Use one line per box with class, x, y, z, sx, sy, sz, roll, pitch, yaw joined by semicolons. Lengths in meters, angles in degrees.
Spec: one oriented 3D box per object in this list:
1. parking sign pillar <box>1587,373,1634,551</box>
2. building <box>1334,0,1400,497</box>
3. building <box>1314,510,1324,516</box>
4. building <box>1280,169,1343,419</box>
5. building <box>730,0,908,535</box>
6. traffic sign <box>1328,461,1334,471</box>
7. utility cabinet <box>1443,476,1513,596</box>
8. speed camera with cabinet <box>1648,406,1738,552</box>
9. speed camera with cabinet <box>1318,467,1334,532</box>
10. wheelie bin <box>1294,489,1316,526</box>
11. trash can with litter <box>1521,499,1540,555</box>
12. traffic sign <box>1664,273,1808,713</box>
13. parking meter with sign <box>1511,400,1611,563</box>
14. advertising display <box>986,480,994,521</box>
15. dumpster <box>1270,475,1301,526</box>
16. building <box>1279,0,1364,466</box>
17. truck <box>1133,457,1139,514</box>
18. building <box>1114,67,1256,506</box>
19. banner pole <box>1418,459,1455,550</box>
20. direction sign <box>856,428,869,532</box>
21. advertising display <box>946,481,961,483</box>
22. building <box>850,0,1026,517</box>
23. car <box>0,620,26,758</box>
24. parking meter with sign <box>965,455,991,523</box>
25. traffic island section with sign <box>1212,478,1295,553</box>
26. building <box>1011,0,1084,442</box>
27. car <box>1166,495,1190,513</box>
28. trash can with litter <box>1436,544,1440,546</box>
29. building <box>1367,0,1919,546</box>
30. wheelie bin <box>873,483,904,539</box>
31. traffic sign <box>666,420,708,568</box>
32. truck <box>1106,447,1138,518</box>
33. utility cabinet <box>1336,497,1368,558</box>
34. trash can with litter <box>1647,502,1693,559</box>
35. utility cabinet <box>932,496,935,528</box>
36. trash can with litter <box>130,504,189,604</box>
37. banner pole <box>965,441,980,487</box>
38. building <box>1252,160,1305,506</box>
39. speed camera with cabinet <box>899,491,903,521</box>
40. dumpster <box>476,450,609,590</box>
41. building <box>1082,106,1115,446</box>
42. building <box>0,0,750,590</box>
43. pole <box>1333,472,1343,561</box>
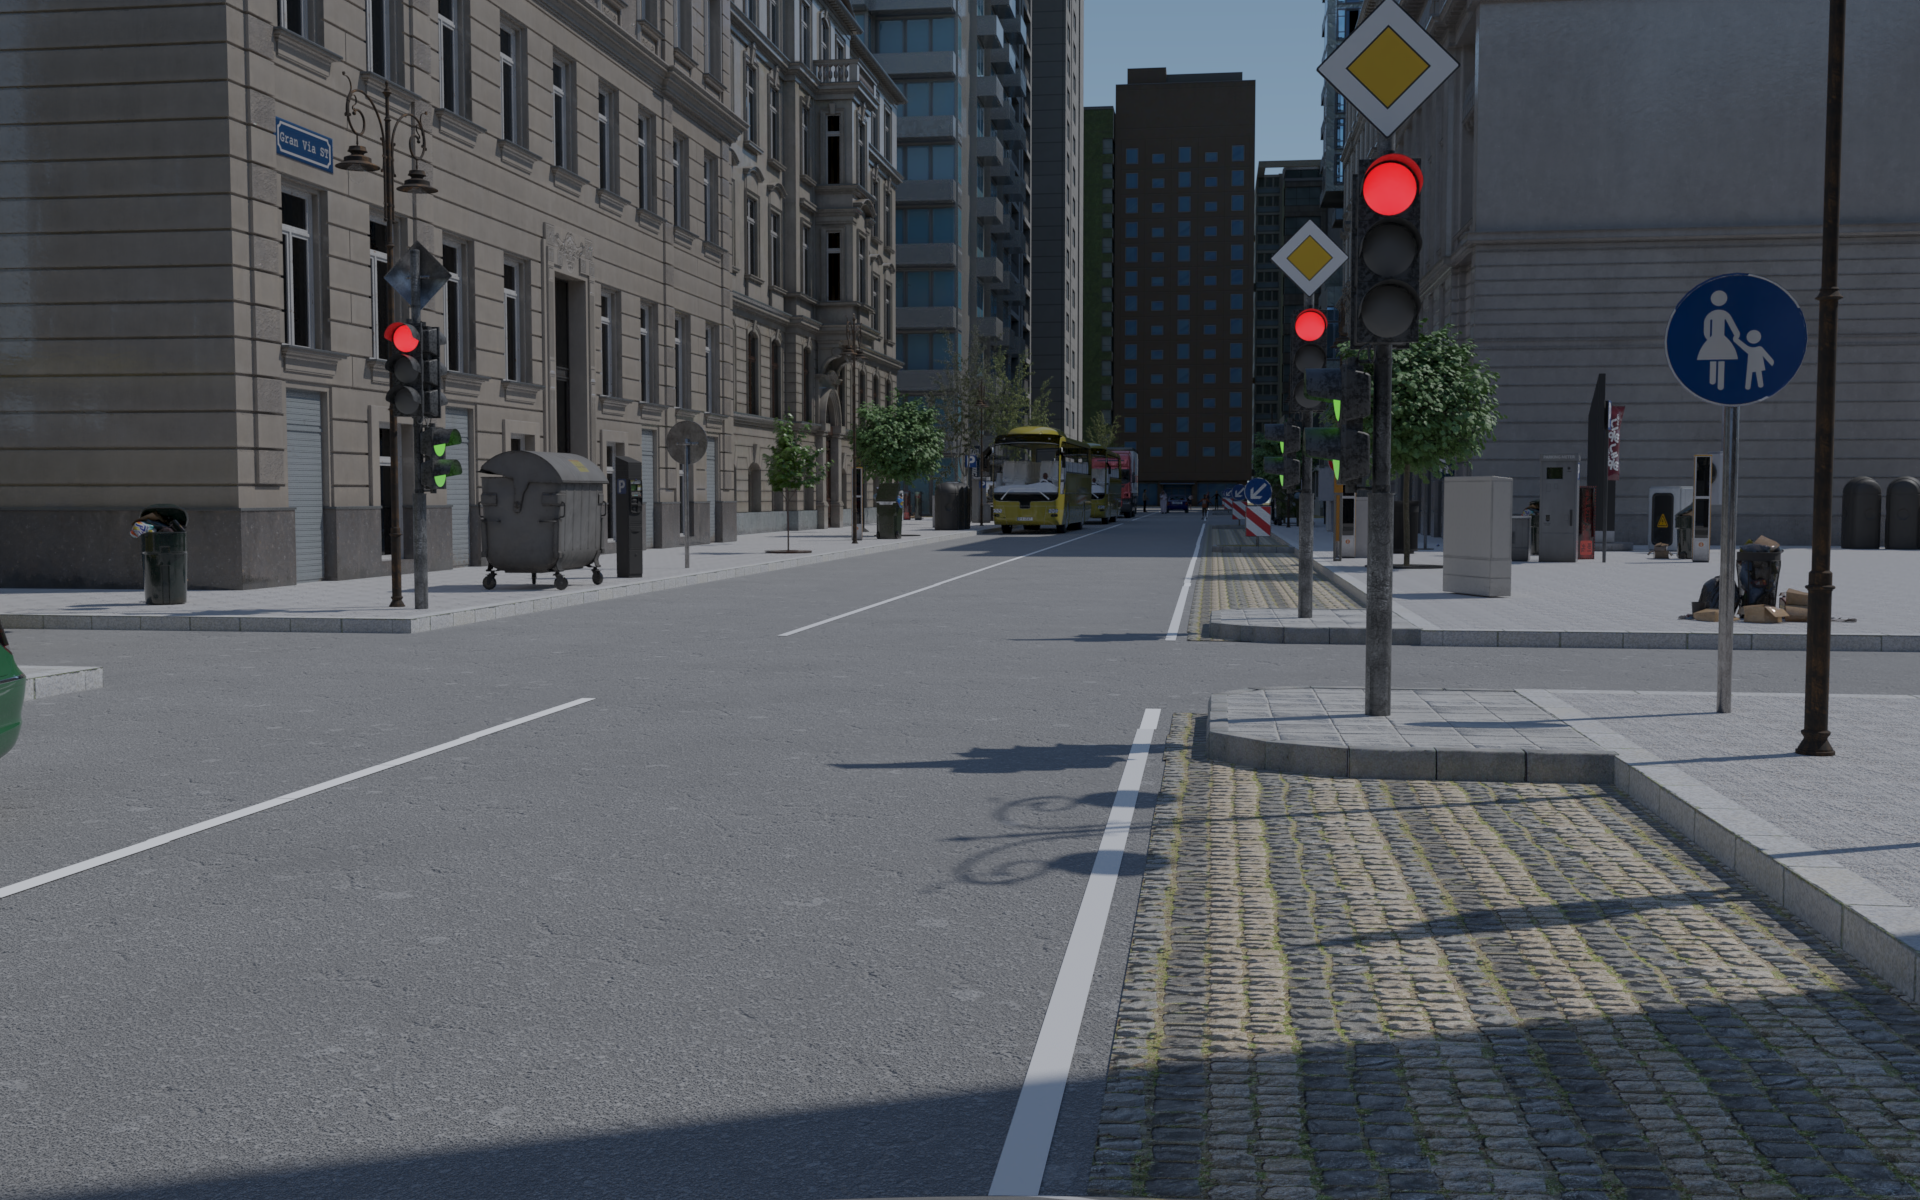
parking sign pillar;14.584;-3.113;39.371;1.447;3.967;1.447;1;4;11
building;23.928;-17.174;78.064;12.463;27.353;25.104;1;4;8
building;38.010;-25.244;104.617;32.217;40.220;23.993;1;4;8
building;35.905;-23.493;155.815;14.160;30.474;14.107;1;4;8
building;-10.433;-15.029;64.805;14.460;24.649;34.723;1;4;8
traffic sign;9.929;-2.742;44.942;0.768;2.556;0.104;1;4;14
utility cabinet;6.550;-0.809;21.914;0.318;1.500;1.173;-1;4;-13
speed camera with cabinet;16.217;-2.692;38.351;0.660;3.252;2.038;-1;4;-22
speed camera with cabinet;12.778;-3.968;59.218;0.660;3.252;2.038;2;4;27
wheelie bin;13.629;-3.710;68.569;0.693;1.594;0.980;3;4;36
trash can with litter;12.280;-1.533;36.452;0.624;1.170;1.055;3;4;38
traffic sign;4.483;-0.611;10.089;0.768;2.556;0.104;1;4;14
parking meter with sign;11.302;-2.226;32.662;1.738;3.016;0.543;2;4;25
advertising display;1.470;-4.678;81.693;0.974;1.923;0.123;-2;4;-35
dumpster;13.372;-4.147;70.293;1.502;2.255;1.985;1;4;8
building;36.543;-50.067;131.262;22.319;86.520;31.000;1;4;8
truck;11.314;-8.212;123.187;2.839;4.237;11.283;0;4;7
building;24.012;-32.716;185.015;14.200;45.320;14.600;1;4;8
banner pole;10.951;-3.043;39.769;0.863;3.779;0.401;1;4;15
direction sign;-3.274;-4.081;58.720;0.379;3.537;0.876;-3;4;-36
advertising display;-0.351;-5.029;87.431;0.974;1.923;0.123;3;5;42
building;-7.717;-30.005;110.192;23.786;49.044;30.456;1;4;8
car;-5.261;0.378;5.618;2.131;1.459;4.920;0;4;8
parking meter with sign;0.837;-4.947;77.139;0.543;3.016;1.738;-2;4;-26
traffic island section with sign;7.233;-2.089;42.778;1.989;1.847;2.006;1;4;8
building;0.263;-43.932;156.545;20.611;71.187;20.563;1;4;8
car;16.495;-7.281;131.622;1.945;1.354;3.894;0;4;6
trash can with litter;12.506;-1.915;42.365;1.678;1.210;2.233;0;4;7
building;20.420;-12.971;53.873;13.314;21.916;24.055;1;4;8
wheelie bin;-2.025;-2.541;49.459;0.980;1.594;0.693;1;4;18
traffic sign;-4.731;-1.826;29.954;0.768;2.556;0.104;1;4;14
truck;9.466;-7.168;106.111;2.839;4.237;11.283;0;4;8
utility cabinet;8.086;-1.452;34.895;1.020;1.237;0.306;0;4;7
trash can with litter;14.186;-1.398;34.239;1.055;1.170;0.624;1;4;14
utility cabinet;-0.532;-3.359;66.075;1.020;1.237;0.306;1;4;22
trash can with litter;-9.393;-0.547;20.338;0.624;1.170;1.055;-2;4;-25
banner pole;0.508;-5.448;79.086;0.863;3.779;0.401;0;4;6
building;44.067;-30.488;190.359;23.993;40.220;32.217;1;4;8
speed camera with cabinet;-3.642;-5.457;83.557;2.038;3.252;0.660;3;5;43
dumpster;-5.718;-1.102;23.772;1.264;1.857;1.865;1;4;8
building;9.964;-30.778;186.812;14.086;41.232;14.154;1;4;8
building;-13.374;-14.539;34.979;12.463;27.353;25.104;1;4;8
pole;7.213;-2.395;32.995;0.158;3.312;0.155;0;3;0
